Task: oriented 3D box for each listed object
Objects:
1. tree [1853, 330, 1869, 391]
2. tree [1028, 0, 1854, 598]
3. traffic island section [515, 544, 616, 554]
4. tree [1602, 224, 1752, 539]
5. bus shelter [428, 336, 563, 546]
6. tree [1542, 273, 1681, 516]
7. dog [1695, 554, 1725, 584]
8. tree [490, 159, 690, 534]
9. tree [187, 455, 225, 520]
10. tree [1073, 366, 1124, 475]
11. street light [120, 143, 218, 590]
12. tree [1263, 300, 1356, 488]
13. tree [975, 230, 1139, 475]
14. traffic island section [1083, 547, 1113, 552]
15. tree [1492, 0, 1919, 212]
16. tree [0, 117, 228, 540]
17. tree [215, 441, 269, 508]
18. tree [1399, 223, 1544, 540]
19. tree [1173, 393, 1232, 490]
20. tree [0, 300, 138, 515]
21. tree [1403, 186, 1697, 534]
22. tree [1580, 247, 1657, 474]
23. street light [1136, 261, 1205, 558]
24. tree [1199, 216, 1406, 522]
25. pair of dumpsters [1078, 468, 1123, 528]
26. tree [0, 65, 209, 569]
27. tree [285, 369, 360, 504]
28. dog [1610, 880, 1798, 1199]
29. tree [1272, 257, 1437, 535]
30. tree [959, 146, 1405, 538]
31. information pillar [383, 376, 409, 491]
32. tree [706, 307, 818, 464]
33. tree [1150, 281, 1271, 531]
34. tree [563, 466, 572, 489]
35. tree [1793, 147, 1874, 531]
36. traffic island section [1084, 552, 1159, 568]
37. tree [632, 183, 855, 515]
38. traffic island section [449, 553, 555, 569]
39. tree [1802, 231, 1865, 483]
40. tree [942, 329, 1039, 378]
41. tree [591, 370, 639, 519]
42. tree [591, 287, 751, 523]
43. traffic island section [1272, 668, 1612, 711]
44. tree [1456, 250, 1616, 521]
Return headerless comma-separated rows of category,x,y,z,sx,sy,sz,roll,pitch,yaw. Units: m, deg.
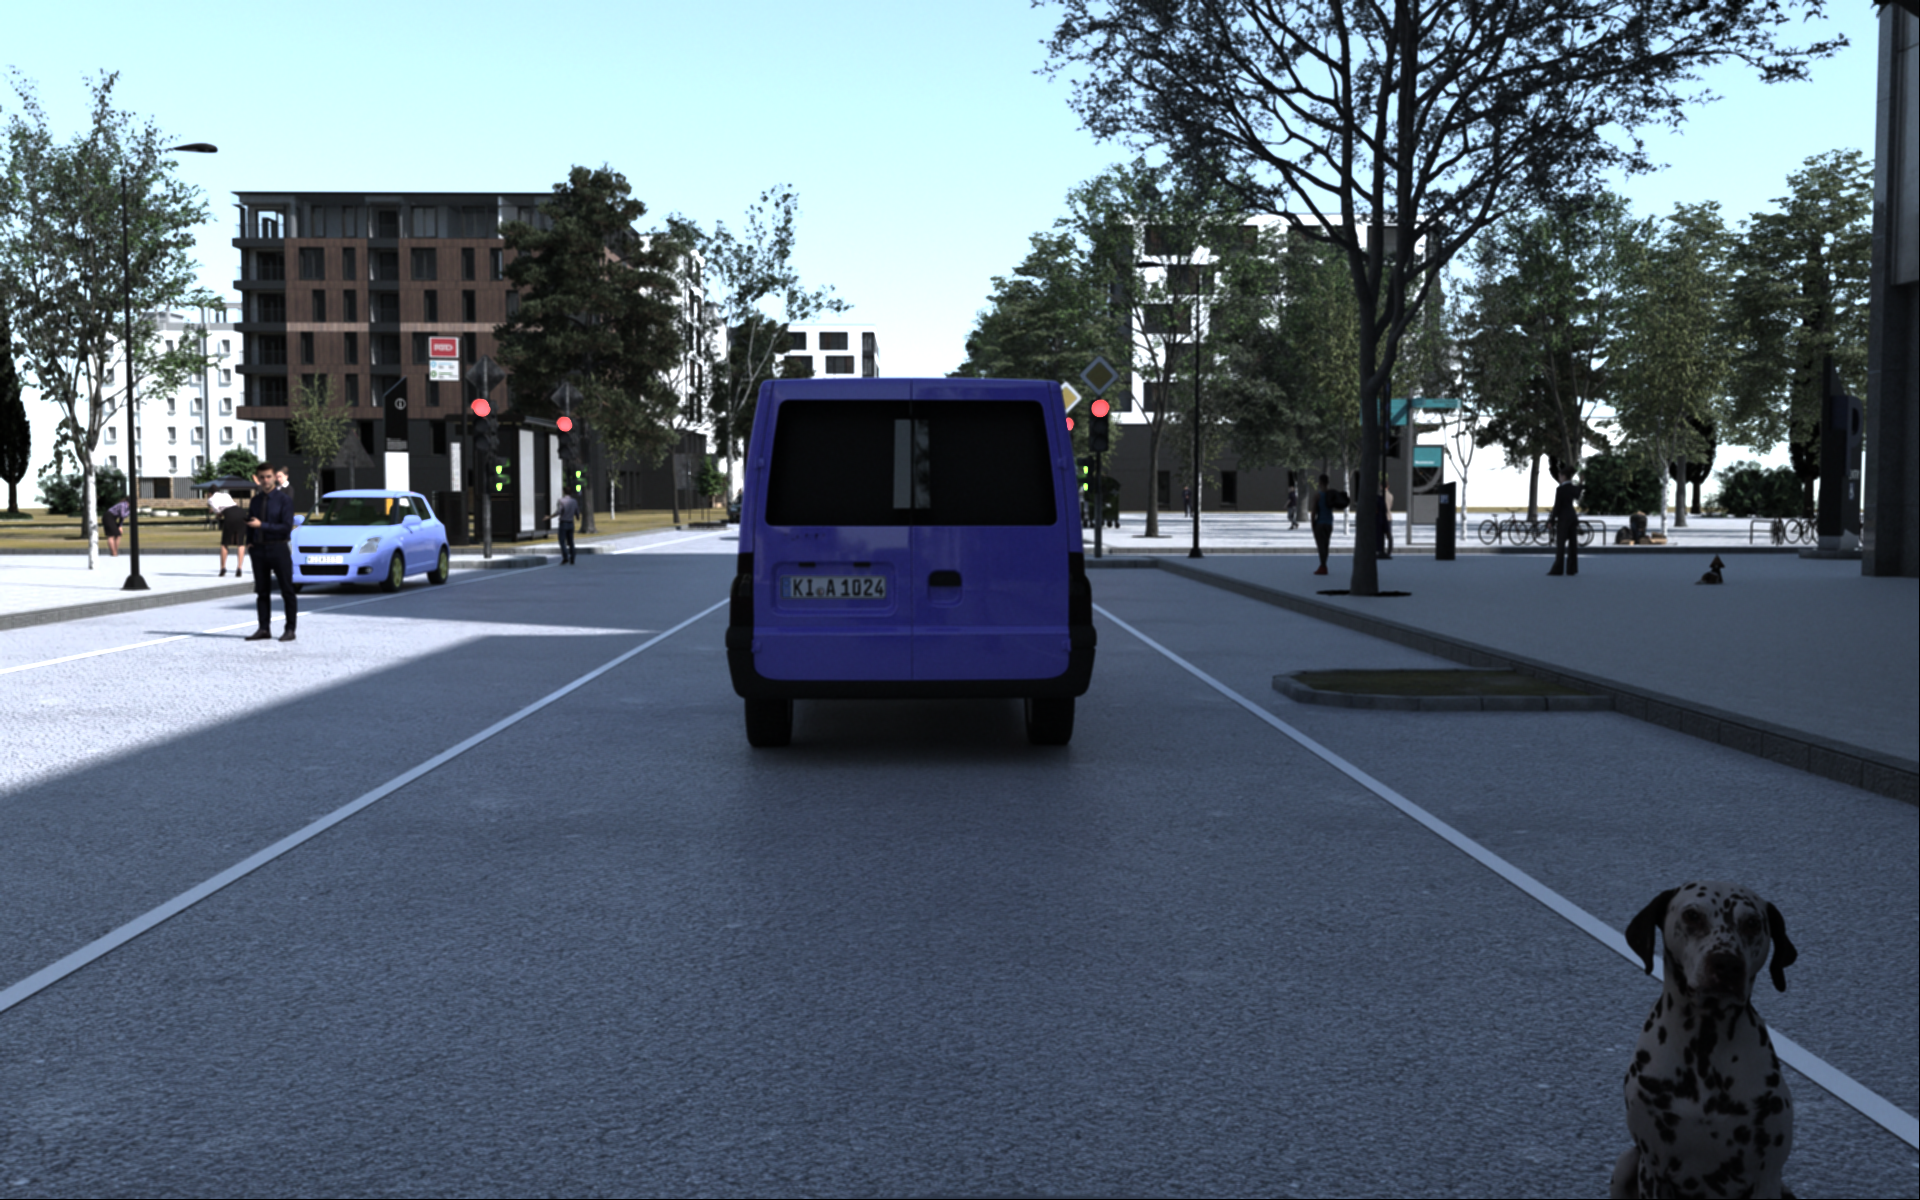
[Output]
tree,27.957,-6.058,49.418,4.737,8.622,4.395,0,3,0
tree,5.233,-6.795,21.466,12.009,13.543,11.850,0,3,0
traffic island section,-9.623,-1.239,42.543,2.009,0.180,2.903,0,4,-1
tree,19.783,-5.993,48.355,4.737,8.622,4.395,0,3,0
bus shelter,-12.466,-4.228,46.764,2.179,5.291,8.768,0,4,-1
tree,43.866,-12.581,107.524,18.604,14.587,13.155,-2,4,-30
dog,10.740,-0.437,24.879,0.748,0.427,0.550,-1,4,-12
tree,-12.163,-8.195,56.045,6.751,12.117,7.091,0,3,0
tree,-37.162,-5.586,85.928,1.663,3.219,1.824,0,3,0
tree,6.737,-8.724,92.999,4.737,8.622,4.395,0,3,0
street light,-10.513,-3.089,23.046,1.470,5.913,1.316,0,4,-1
tree,22.299,-12.128,105.713,7.806,13.903,7.818,0,3,0
tree,4.037,-9.617,75.360,7.486,12.596,7.792,0,3,0
traffic island section,2.615,-1.256,42.817,2.009,0.180,2.903,0,4,-1
tree,6.177,-4.578,9.264,7.601,10.594,8.767,-1,4,-13
tree,-24.717,-7.515,48.628,9.928,11.665,9.643,0,3,0
tree,-44.732,-7.570,107.483,4.285,4.588,4.351,0,3,0
tree,14.036,-5.972,48.013,4.360,8.622,3.978,0,3,0
tree,15.720,-10.043,114.572,4.737,8.622,4.395,0,3,0
tree,-59.517,-12.347,103.697,13.155,14.587,18.604,1,4,14
tree,19.965,-7.993,56.440,9.928,11.665,9.643,0,3,0
tree,28.081,-9.103,66.967,7.486,12.596,7.792,0,3,0
street light,4.214,-3.804,34.739,1.470,5.913,1.316,0,4,-1
tree,15.486,-10.508,78.469,9.857,13.997,8.962,0,3,0
pair of dumpsters,5.295,-3.923,66.636,1.574,2.255,4.436,0,4,-1
tree,-14.988,-4.820,29.175,4.360,8.622,3.978,0,3,0
tree,-38.135,-9.330,102.911,4.737,8.622,4.395,0,3,0
dog,1.394,0.848,2.973,0.800,0.831,0.513,-2,4,-24
tree,12.318,-6.341,54.042,4.737,8.622,4.395,0,3,0
tree,5.822,-7.646,50.761,9.928,11.665,9.643,0,3,0
information pillar,-11.156,-2.628,34.328,0.504,3.616,0.183,-3,5,-44
tree,-13.538,-12.899,118.319,7.806,13.903,7.818,0,3,0
tree,8.560,-6.762,60.923,4.360,8.622,3.978,0,3,0
tree,-21.946,-6.107,94.454,1.663,3.219,1.824,0,3,0
tree,28.531,-8.529,57.577,7.486,12.596,7.792,0,3,0
traffic island section,2.797,-0.768,34.834,2.009,0.180,2.903,0,4,-1
tree,-12.566,-15.199,104.400,12.611,20.169,13.585,0,3,0
traffic island section,-9.441,-0.751,34.560,2.009,0.180,2.903,0,4,-1
tree,48.475,-11.459,89.180,18.604,14.587,13.155,1,4,10
tree,2.659,-13.046,120.733,7.806,13.903,7.818,0,3,0
tree,-17.585,-8.453,88.572,4.737,8.622,4.395,0,3,0
tree,-12.774,-8.640,75.680,7.601,10.594,8.767,-1,4,-17
traffic island section,3.303,0.639,12.416,1.991,0.108,1.994,0,4,-1
tree,25.620,-9.470,76.886,6.751,12.117,7.091,0,3,0
